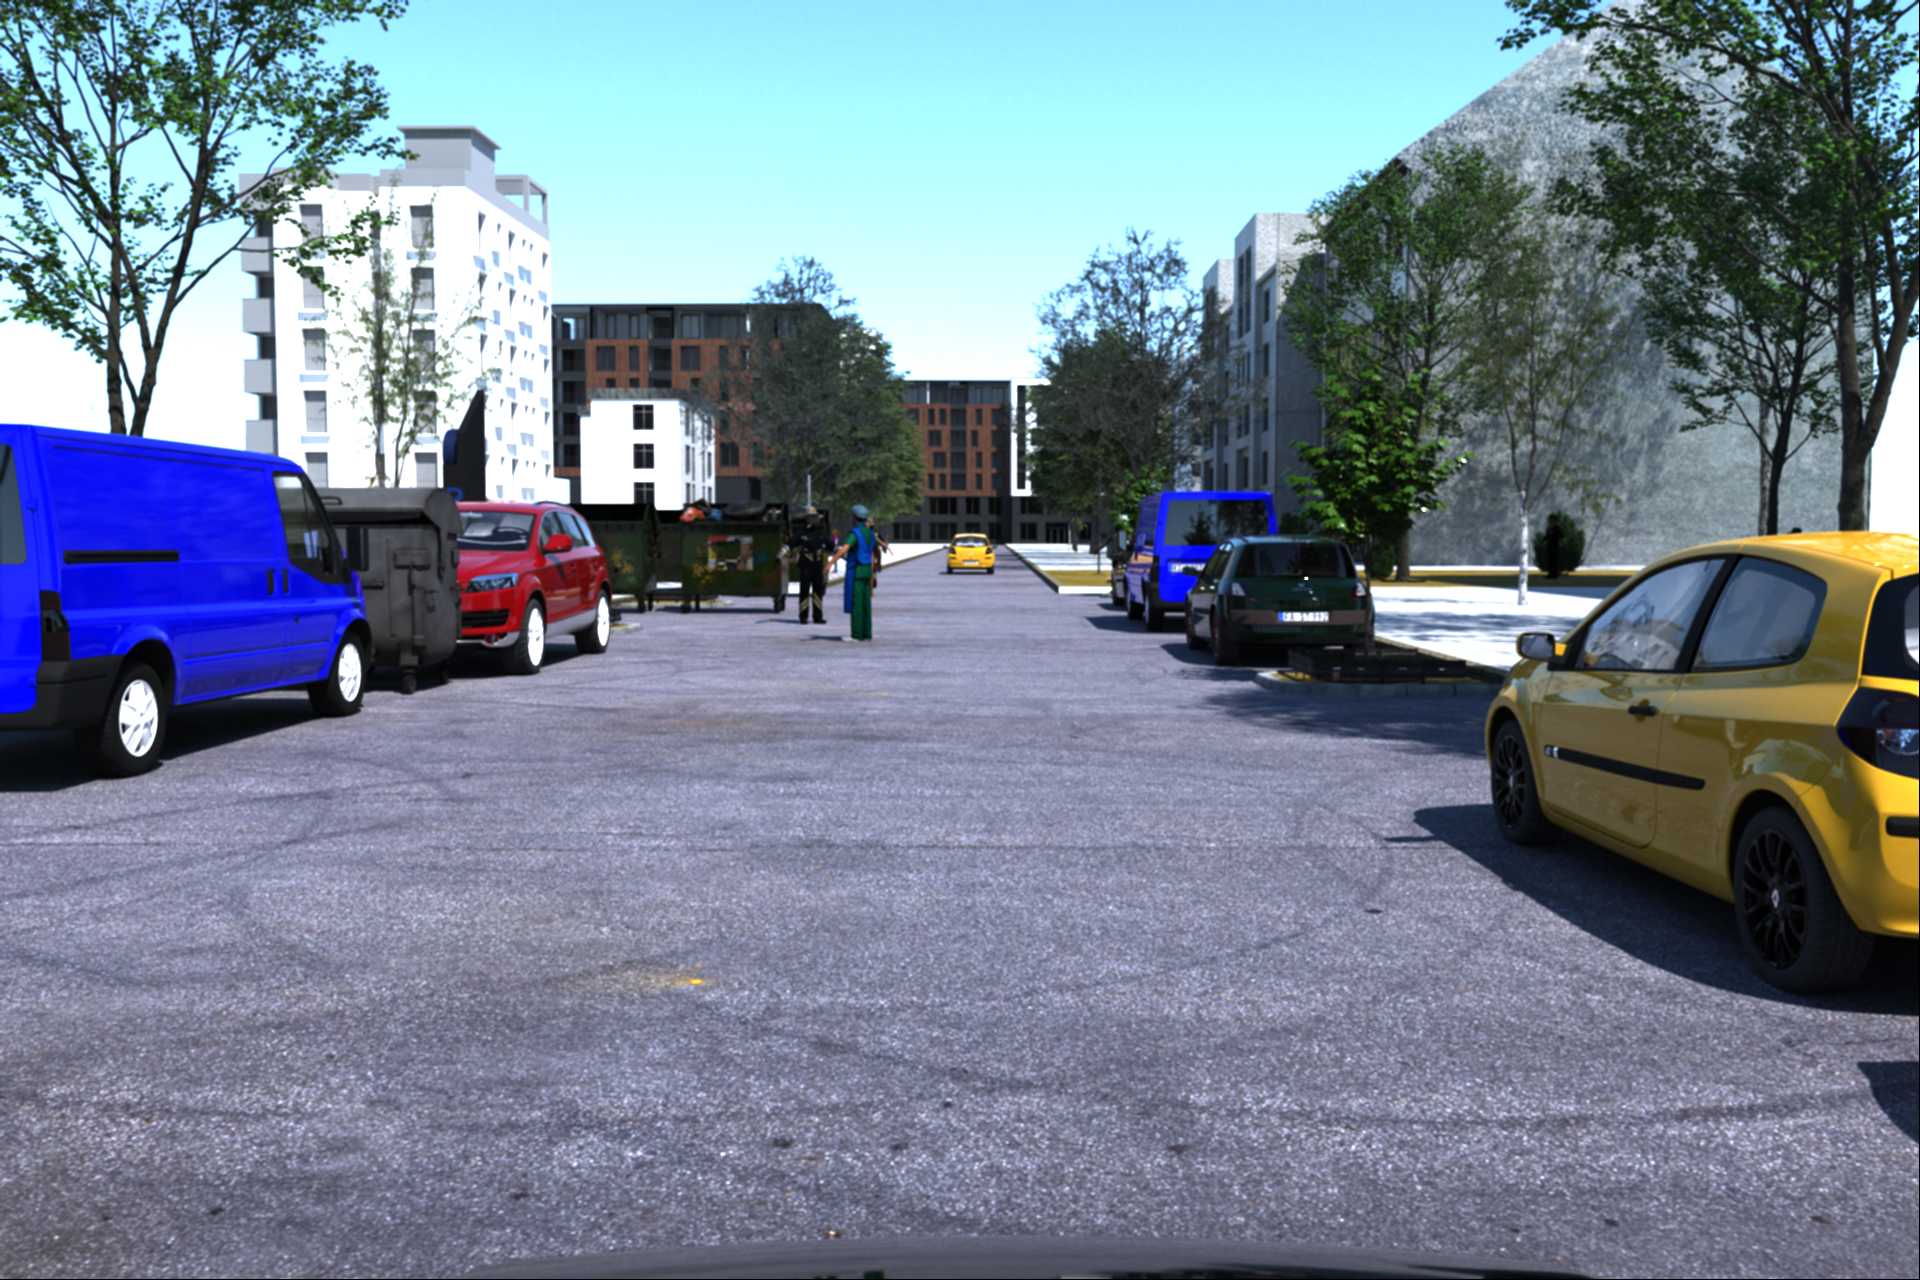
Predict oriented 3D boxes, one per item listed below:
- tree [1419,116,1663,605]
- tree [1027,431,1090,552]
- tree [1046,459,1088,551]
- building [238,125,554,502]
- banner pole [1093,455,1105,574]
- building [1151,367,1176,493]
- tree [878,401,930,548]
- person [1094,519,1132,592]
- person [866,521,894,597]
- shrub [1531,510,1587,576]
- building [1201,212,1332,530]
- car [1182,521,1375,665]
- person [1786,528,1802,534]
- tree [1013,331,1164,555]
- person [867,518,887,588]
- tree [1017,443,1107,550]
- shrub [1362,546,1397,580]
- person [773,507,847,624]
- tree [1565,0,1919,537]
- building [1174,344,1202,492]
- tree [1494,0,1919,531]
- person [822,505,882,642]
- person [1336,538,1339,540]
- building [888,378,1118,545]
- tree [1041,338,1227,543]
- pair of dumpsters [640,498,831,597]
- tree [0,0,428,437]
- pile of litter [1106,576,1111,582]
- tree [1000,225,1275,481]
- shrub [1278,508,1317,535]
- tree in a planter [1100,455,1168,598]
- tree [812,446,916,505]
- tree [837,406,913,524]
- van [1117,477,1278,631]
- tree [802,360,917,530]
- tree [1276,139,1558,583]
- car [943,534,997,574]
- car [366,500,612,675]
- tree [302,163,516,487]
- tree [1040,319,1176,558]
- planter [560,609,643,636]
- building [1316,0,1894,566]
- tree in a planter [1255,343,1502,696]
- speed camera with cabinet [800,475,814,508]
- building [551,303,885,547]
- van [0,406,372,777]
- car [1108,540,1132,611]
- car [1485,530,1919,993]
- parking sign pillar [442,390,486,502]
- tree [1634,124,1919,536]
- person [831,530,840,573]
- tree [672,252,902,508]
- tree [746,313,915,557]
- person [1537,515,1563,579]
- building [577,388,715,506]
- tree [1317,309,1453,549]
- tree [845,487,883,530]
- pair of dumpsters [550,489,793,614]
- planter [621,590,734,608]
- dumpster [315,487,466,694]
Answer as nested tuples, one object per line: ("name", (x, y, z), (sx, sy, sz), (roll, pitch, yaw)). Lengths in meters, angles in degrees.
("tree", (10.222, -4.949, 31.279), (4.360, 8.622, 3.978), (0, 3, 0))
("tree", (8.022, -11.562, 123.447), (7.601, 10.594, 8.767), (-3, 5, -42))
("tree", (8.308, -11.128, 132.307), (4.737, 8.622, 4.395), (0, 3, 0))
("building", (-27.345, -13.777, 81.682), (16.016, 20.090, 11.380), (0, 4, 0))
("banner pole", (4.421, -3.964, 54.834), (0.401, 3.779, 0.863), (0, 4, 1))
("building", (25.611, -20.531, 192.100), (16.016, 20.090, 11.380), (0, 4, 1))
("tree", (-6.010, -13.985, 146.783), (7.486, 12.596, 7.792), (0, 3, 0))
("person", (3.812, -2.024, 41.678), (1.348, 1.813, 0.705), (3, 5, 41))
("person", (-2.120, -1.853, 39.560), (1.217, 1.733, 0.721), (-1, 4, -11))
("shrub", (18.547, -3.038, 53.706), (1.661, 2.075, 1.752), (0, 3, 0))
("building", (24.757, -14.518, 103.819), (16.747, 18.905, 31.486), (0, 4, 1))
("car", (3.664, -0.643, 20.298), (2.009, 1.686, 4.222), (0, 4, 1))
("person", (18.472, -1.808, 38.837), (0.697, 1.427, 0.421), (2, 4, 32))
("tree", (8.246, -12.268, 107.236), (9.857, 13.997, 8.962), (0, 3, 0))
("person", (-2.413, -2.304, 45.911), (1.354, 1.856, 0.705), (-3, 5, -45))
("tree", (9.125, -12.633, 140.964), (8.767, 10.594, 7.601), (-2, 4, -31))
("shrub", (11.763, -2.291, 48.578), (1.383, 1.207, 1.383), (0, 3, 0))
("person", (-2.366, -1.184, 27.602), (1.354, 1.856, 0.705), (-2, 4, -27))
("tree", (27.613, -12.469, 59.754), (12.611, 20.169, 13.585), (0, 3, 0))
("building", (26.447, -19.276, 171.585), (16.016, 20.090, 11.380), (0, 4, 1))
("tree", (10.071, -5.700, 18.956), (9.928, 11.665, 9.643), (0, 3, 0))
("person", (-1.365, -0.885, 23.050), (0.704, 1.817, 1.347), (2, 4, 29))
("person", (15.806, -4.238, 75.141), (1.347, 1.847, 0.705), (2, 4, 27))
("building", (4.116, -24.007, 238.937), (32.646, 21.610, 27.936), (0, 4, -2))
("tree", (8.020, -8.964, 80.967), (8.767, 10.594, 7.601), (-1, 4, -11))
("pair of dumpsters", (-5.191, -2.124, 39.671), (4.436, 2.255, 1.574), (0, 4, 1))
("tree", (-11.499, -6.003, 23.905), (9.928, 11.665, 9.643), (0, 3, 0))
("pile of litter", (4.435, -1.941, 45.700), (1.176, 0.858, 1.719), (0, 4, 0))
("tree", (7.180, -9.661, 68.320), (12.009, 13.543, 11.850), (0, 3, 0))
("shrub", (10.130, -2.979, 52.744), (1.661, 2.075, 1.752), (0, 3, 0))
("tree in a planter", (4.192, -2.576, 39.347), (1.991, 3.239, 1.994), (0, 4, 1))
("tree", (-7.169, -11.338, 119.785), (8.767, 10.594, 7.601), (0, 4, -2))
("tree", (-7.278, -13.319, 135.889), (7.486, 12.596, 7.792), (0, 3, 0))
("van", (3.710, -1.396, 27.208), (2.240, 2.365, 5.245), (0, 4, 1))
("tree", (-6.491, -11.734, 109.979), (7.486, 12.596, 7.792), (0, 3, 0))
("tree", (12.007, -7.354, 45.991), (9.928, 11.665, 9.643), (0, 3, 0))
("car", (0.371, -3.229, 63.021), (2.015, 1.641, 3.980), (0, 4, 0))
("car", (-5.299, -0.651, 19.310), (2.281, 1.827, 5.304), (0, 4, 1))
("tree", (-11.745, -5.178, 35.030), (4.360, 8.622, 3.978), (0, 3, 0))
("tree", (7.795, -10.605, 91.522), (7.486, 12.596, 7.792), (0, 3, 0))
("planter", (-5.754, -0.263, 25.434), (1.991, 0.319, 1.994), (0, 4, 2))
("building", (27.372, -15.109, 77.966), (19.493, 23.208, 18.063), (0, 4, 2))
("tree in a planter", (3.843, -1.164, 16.260), (1.991, 3.239, 1.994), (0, 3, 0))
("speed camera with cabinet", (-5.198, -3.931, 58.608), (0.660, 3.252, 2.038), (0, 4, 3))
("building", (-22.397, -19.938, 169.958), (27.936, 21.610, 32.646), (0, 4, 1))
("van", (-5.745, -0.458, 11.880), (2.240, 2.365, 5.245), (0, 4, 1))
("car", (3.920, -1.450, 33.498), (2.009, 1.686, 4.222), (0, 3, 0))
("car", (3.387, 0.207, 6.841), (2.015, 1.641, 3.980), (0, 4, 0))
("parking sign pillar", (-9.094, -2.651, 31.813), (1.447, 3.967, 1.447), (0, 4, 1))
("tree", (21.017, -7.247, 44.240), (9.928, 11.665, 9.643), (0, 3, 0))
("person", (-4.196, -2.939, 57.320), (0.599, 1.433, 0.991), (0, 4, -8))
("tree", (-7.196, -10.060, 74.857), (12.009, 13.543, 11.850), (0, 3, 0))
("tree", (-7.270, -11.752, 98.797), (9.857, 13.997, 8.962), (0, 3, 0))
("person", (17.021, -2.683, 49.798), (0.705, 1.837, 1.347), (-1, 4, -9))
("building", (-20.487, -10.493, 113.706), (9.099, 9.664, 28.070), (0, 4, 0))
("tree", (13.772, -6.537, 57.243), (4.737, 8.622, 4.395), (0, 3, 0))
("tree", (-6.203, -10.886, 128.343), (4.360, 8.622, 3.978), (0, 3, 0))
("pair of dumpsters", (-5.320, -1.631, 31.624), (4.436, 2.255, 1.574), (0, 4, 1))
("planter", (-5.553, -0.813, 34.436), (1.991, 0.319, 1.994), (0, 4, 1))
("dumpster", (-5.624, -0.472, 15.940), (1.865, 1.857, 1.264), (0, 4, 2))
